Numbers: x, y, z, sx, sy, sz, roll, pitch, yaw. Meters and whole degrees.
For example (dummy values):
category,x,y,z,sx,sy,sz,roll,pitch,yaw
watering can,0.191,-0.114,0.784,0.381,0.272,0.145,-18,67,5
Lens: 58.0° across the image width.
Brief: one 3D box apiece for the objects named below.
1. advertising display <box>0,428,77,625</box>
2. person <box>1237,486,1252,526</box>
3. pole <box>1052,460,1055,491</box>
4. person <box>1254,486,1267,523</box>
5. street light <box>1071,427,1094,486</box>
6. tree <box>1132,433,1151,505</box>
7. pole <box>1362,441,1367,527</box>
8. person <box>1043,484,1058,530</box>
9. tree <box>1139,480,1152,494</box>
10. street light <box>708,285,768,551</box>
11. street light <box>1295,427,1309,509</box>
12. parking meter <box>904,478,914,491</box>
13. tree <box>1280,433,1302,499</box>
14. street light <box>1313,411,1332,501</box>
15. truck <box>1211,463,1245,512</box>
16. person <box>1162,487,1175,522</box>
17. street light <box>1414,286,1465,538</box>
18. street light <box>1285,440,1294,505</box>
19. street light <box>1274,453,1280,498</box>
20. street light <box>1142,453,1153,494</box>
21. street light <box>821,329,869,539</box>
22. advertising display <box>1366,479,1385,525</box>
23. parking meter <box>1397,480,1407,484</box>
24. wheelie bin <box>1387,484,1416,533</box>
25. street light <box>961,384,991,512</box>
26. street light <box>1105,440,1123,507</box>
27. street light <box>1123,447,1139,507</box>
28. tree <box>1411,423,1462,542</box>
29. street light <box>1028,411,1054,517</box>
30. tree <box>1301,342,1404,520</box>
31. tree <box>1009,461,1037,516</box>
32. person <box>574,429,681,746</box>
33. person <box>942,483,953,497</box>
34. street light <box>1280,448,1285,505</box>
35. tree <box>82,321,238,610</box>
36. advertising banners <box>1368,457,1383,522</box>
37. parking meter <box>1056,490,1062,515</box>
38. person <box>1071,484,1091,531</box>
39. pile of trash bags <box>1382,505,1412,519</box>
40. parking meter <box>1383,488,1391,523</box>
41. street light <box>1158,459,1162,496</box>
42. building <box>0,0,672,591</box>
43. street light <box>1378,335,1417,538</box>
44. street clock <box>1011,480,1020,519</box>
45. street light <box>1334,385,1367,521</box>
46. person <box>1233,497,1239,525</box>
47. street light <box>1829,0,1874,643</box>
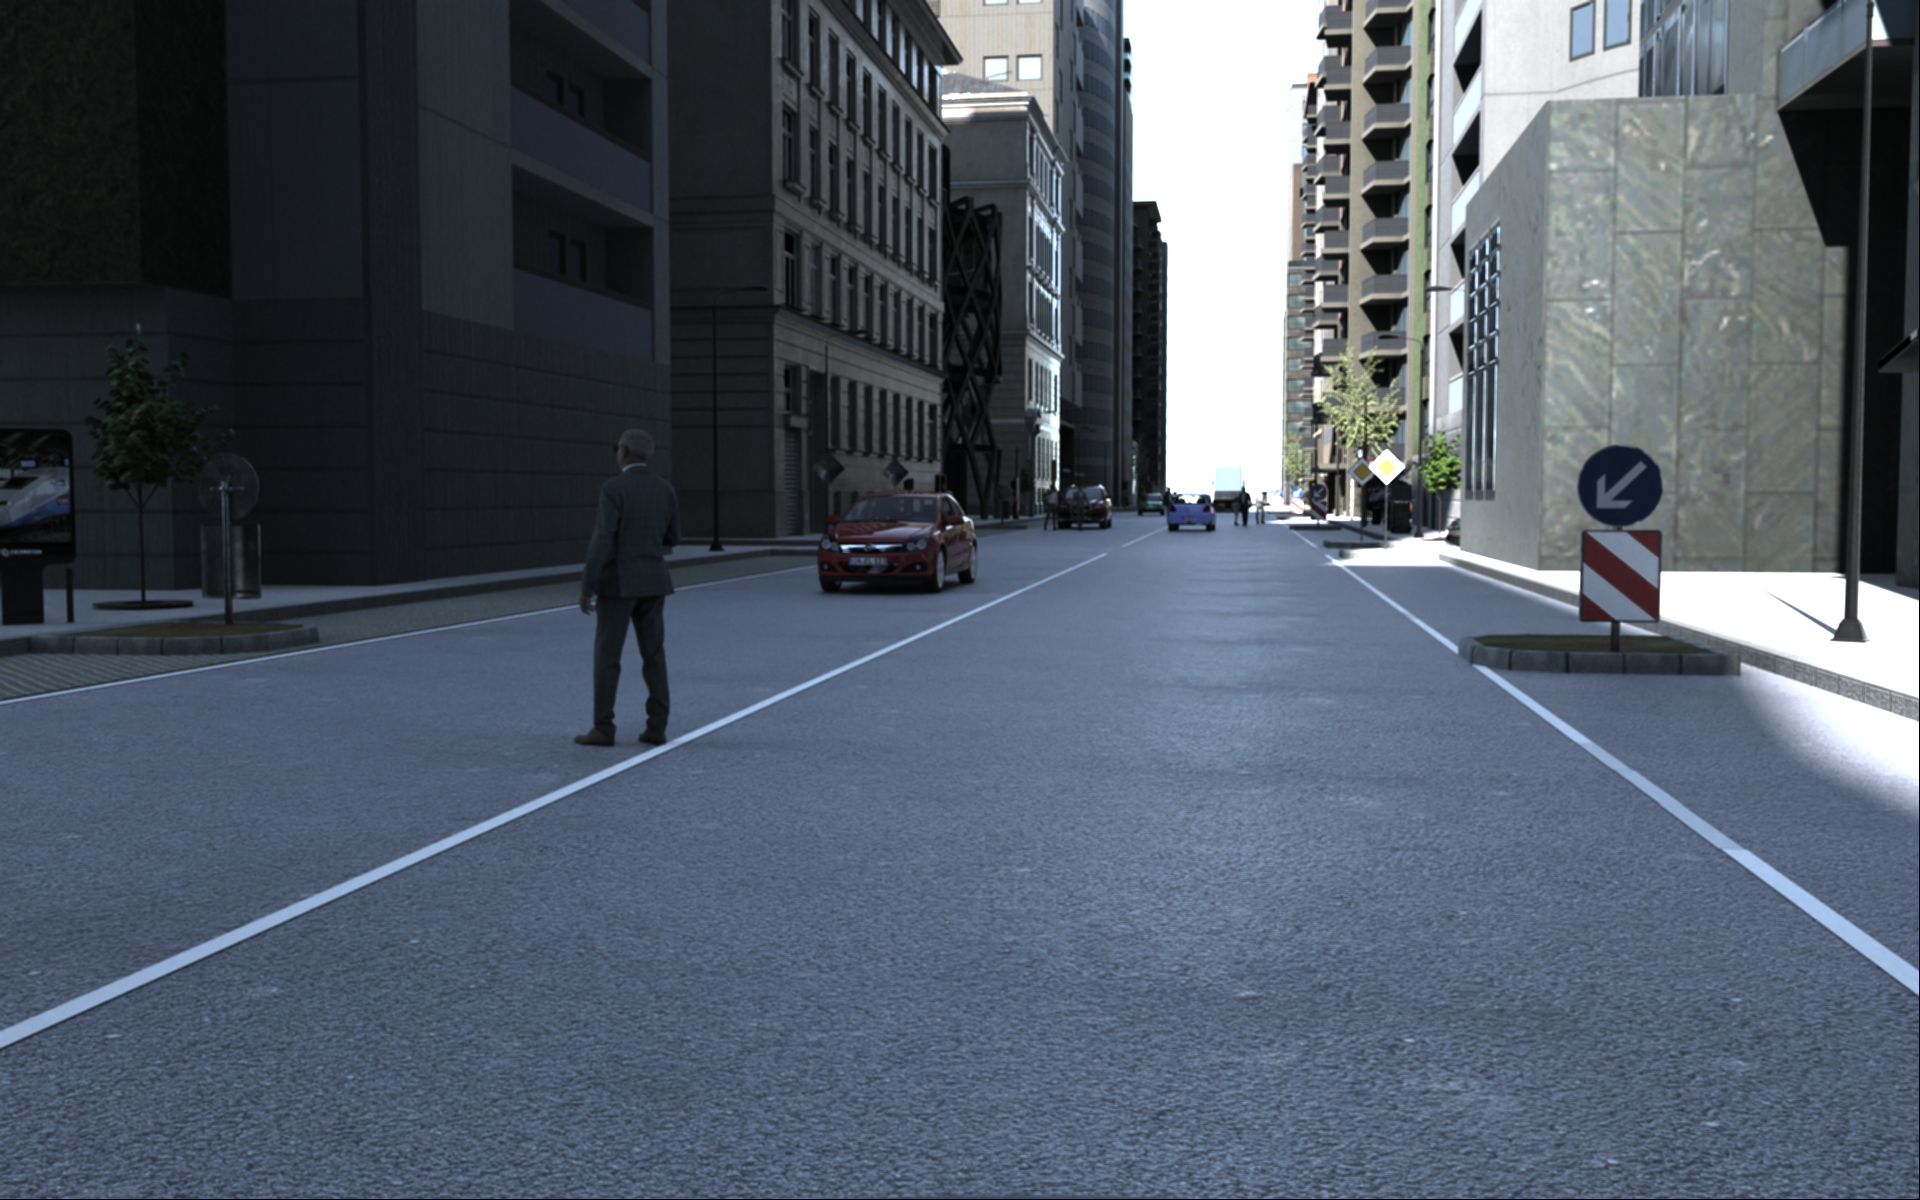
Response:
category,x,y,z,sx,sy,sz,roll,pitch,yaw
advertising display,-9.253,-0.724,17.044,0.974,1.923,0.123,-2,4,-33
person,12.892,-4.262,78.582,0.661,1.777,0.834,1,4,17
pole,5.586,-6.697,103.332,0.158,3.312,0.155,0,3,0
person,14.669,-4.632,84.437,0.606,1.804,0.583,-3,5,-43
street light,8.304,-9.034,120.240,1.470,5.913,1.316,1,4,9
tree,20.201,-15.250,199.699,4.360,8.622,3.978,0,3,0
pole,15.641,-4.475,67.014,0.158,3.312,0.155,0,3,0
person,3.591,-3.680,68.777,0.679,1.850,0.850,-2,4,-28
tree,22.733,-13.334,212.618,1.663,3.219,1.824,0,3,0
street light,-4.958,-4.049,38.749,1.470,5.913,1.316,1,4,9
street light,25.242,-9.372,125.779,1.470,5.913,1.316,1,4,9
parking meter,-1.918,-3.604,64.642,0.255,1.863,0.399,2,4,25
tree,39.443,-15.478,203.434,4.737,8.622,4.395,0,3,0
street light,20.673,-7.630,97.290,1.470,5.913,1.316,1,4,9
truck,22.604,-9.550,145.906,2.967,4.110,18.799,1,4,9
person,10.429,-4.746,86.439,0.623,1.781,0.721,-3,5,-43
street light,11.071,-4.046,38.698,1.470,5.913,1.316,1,4,9
street light,28.989,-10.802,149.155,1.470,5.913,1.316,1,4,9
street light,38.567,-14.395,207.904,1.470,5.913,1.316,1,4,9
street light,20.709,-13.652,195.754,1.470,5.913,1.316,1,4,9
street light,-3.248,-4.680,49.057,1.470,5.913,1.316,1,4,9
advertising display,17.474,-4.127,72.691,0.974,1.923,0.123,-1,4,-19
parking meter,18.444,-4.070,72.248,0.399,1.863,0.255,0,4,-1
wheelie bin,14.370,-2.976,56.570,0.980,1.594,0.693,1,4,12
street light,0.633,-6.175,73.494,1.470,5.913,1.316,1,4,9
street light,13.052,-10.793,149.003,1.470,5.913,1.316,1,4,9
street light,16.876,-12.222,172.367,1.470,5.913,1.316,1,4,9
tree,13.060,-3.207,47.035,1.663,3.219,1.824,0,3,0
street light,4.527,-7.603,96.847,1.470,5.913,1.316,1,4,9
tree,19.405,-8.200,84.435,4.737,8.622,4.395,0,3,0
tree,3.599,-6.495,100.801,1.663,3.219,1.824,0,3,0
person,-1.938,-0.079,9.968,0.590,1.801,0.661,3,5,40
person,-0.461,-3.075,58.866,0.778,1.811,0.616,-2,4,-24
street light,32.974,-12.249,172.804,1.470,5.913,1.316,1,4,9
tree,-9.230,-1.517,19.409,1.663,3.219,1.824,0,3,0
advertising banners,19.442,-5.144,80.298,0.090,3.025,2.074,-1,4,-18
parking meter,6.171,-6.075,107.730,0.372,1.533,0.369,0,3,0
person,4.751,-3.635,68.054,0.709,1.813,0.853,-1,4,-22
pile of trash bags,22.186,-4.748,87.379,1.912,1.369,3.447,0,4,-7
parking meter,18.954,-4.182,76.787,0.372,1.533,0.369,0,3,0
street light,26.130,-15.751,230.074,1.470,5.913,1.316,1,4,9
building,-20.684,-30.032,33.023,28.212,58.520,21.231,1,4,9
street light,12.894,-4.773,50.583,1.470,5.913,1.316,1,4,9
street clock,2.838,-5.142,88.635,0.358,2.002,0.471,-3,5,-42
street light,16.746,-6.202,73.943,1.470,5.913,1.316,1,4,9
person,12.768,-4.106,79.912,0.394,1.301,0.425,-2,4,-35
street light,7.228,-2.597,15.009,1.470,5.913,1.316,1,4,9
